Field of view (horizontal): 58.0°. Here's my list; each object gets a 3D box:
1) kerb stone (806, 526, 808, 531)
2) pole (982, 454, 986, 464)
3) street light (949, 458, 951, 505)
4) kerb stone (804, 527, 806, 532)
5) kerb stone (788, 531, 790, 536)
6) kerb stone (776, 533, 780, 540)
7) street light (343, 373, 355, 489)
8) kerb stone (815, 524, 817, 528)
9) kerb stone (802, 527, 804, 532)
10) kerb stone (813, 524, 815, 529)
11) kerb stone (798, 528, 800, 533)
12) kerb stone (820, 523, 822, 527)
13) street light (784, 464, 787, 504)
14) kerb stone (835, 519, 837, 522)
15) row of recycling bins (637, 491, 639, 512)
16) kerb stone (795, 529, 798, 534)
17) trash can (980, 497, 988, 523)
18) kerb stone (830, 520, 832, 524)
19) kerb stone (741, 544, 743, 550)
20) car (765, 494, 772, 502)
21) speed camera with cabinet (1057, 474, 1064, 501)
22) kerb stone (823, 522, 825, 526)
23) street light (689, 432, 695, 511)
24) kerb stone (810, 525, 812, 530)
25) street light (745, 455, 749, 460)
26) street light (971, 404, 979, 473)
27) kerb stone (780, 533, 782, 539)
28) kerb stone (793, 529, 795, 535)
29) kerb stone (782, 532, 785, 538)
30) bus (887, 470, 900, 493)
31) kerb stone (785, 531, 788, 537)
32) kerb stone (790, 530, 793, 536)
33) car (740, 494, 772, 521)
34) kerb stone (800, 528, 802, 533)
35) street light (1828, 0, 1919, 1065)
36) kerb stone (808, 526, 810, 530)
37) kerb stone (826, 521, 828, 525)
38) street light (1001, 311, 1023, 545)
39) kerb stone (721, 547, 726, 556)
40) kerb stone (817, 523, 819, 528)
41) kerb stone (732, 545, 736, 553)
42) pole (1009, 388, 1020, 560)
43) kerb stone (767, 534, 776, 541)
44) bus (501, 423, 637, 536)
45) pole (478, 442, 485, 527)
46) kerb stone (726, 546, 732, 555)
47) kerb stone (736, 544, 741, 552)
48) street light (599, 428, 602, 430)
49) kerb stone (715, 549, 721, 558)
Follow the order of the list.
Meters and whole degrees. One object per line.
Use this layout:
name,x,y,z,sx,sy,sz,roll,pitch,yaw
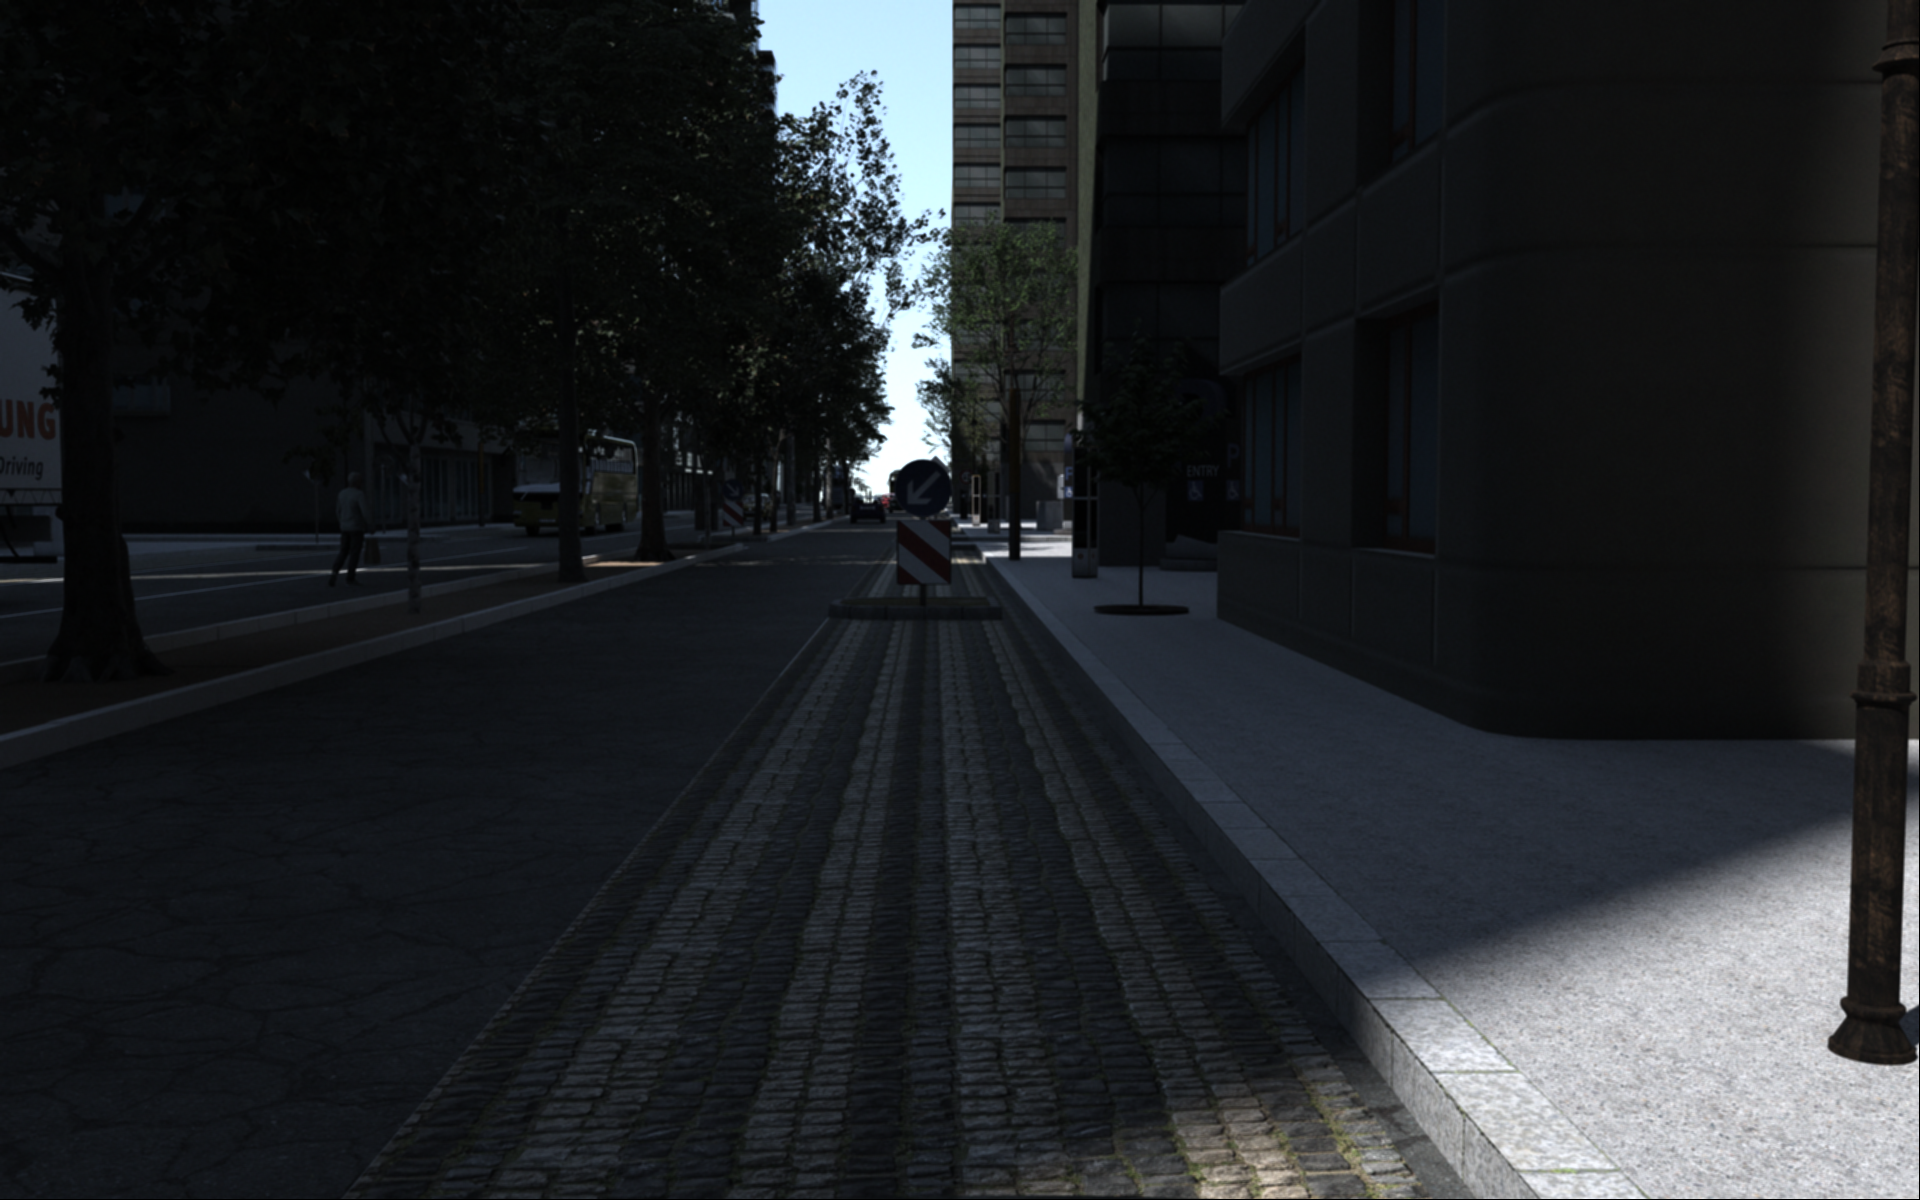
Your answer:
kerb stone,-5.993,-2.684,66.143,0.120,0.150,1.000,0,4,-1
pole,1.202,-5.722,87.395,0.158,3.312,0.155,0,3,0
street light,-1.204,-14.162,204.329,0.468,5.910,1.993,0,4,-1
kerb stone,-5.980,-2.625,65.117,0.120,0.150,1.000,0,4,-1
kerb stone,-5.864,-2.187,57.952,0.120,0.150,1.000,0,4,-1
kerb stone,-5.793,-1.936,53.848,0.120,0.150,1.000,0,4,-1
street light,-18.886,-4.920,53.238,0.468,5.910,1.993,0,4,-1
kerb stone,-6.077,-3.001,71.255,0.120,0.150,1.000,0,4,-1
kerb stone,-5.965,-2.556,64.091,0.120,0.150,1.000,0,4,-1
kerb stone,-6.063,-2.928,70.233,0.120,0.150,1.000,0,4,-1
kerb stone,-5.929,-2.437,62.044,0.120,0.150,1.000,0,4,-1
kerb stone,-6.131,-3.189,74.332,0.120,0.150,1.000,0,4,-1
street light,-21.441,-14.725,213.534,0.468,5.910,1.993,0,4,-1
kerb stone,-6.312,-3.878,85.594,0.120,0.150,1.000,0,4,-1
row of recycling bins,-24.085,-7.076,122.805,3.534,1.692,1.069,3,5,41
kerb stone,-5.912,-2.375,61.021,0.120,0.150,1.000,0,4,-1
trash can,0.993,-3.924,75.815,0.748,1.137,0.748,0,3,0
kerb stone,-6.249,-3.627,81.500,0.120,0.150,1.000,0,4,-1
kerb stone,-5.632,-1.338,44.065,0.120,0.150,1.000,0,4,-1
car,-14.357,-6.926,123.463,2.015,1.641,3.980,0,4,1
speed camera with cabinet,5.723,-5.422,82.987,2.038,3.252,0.660,1,4,16
kerb stone,-6.168,-3.313,76.376,0.120,0.150,1.000,0,4,-1
street light,-20.044,-9.587,129.542,0.468,5.910,1.993,0,4,-1
kerb stone,-6.029,-2.811,68.189,0.120,0.150,1.000,0,4,-1
street light,-20.763,-12.036,169.573,0.468,5.910,1.993,0,4,-1
street light,0.712,-7.037,87.841,0.468,5.910,1.993,0,4,-1
kerb stone,-5.809,-1.998,54.870,0.120,0.150,1.000,0,4,-1
kerb stone,-5.896,-2.312,59.999,0.120,0.150,1.000,0,4,-1
kerb stone,-5.827,-2.061,55.892,0.120,0.150,1.000,0,4,-1
bus,-5.877,-11.219,174.982,2.896,3.916,12.252,0,4,-3
kerb stone,-5.853,-2.121,56.929,0.120,0.150,1.000,0,4,-1
kerb stone,-5.876,-2.243,58.977,0.120,0.150,1.000,0,4,-1
car,-11.150,-5.120,93.927,2.015,1.641,3.980,0,3,0
kerb stone,-5.949,-2.500,63.066,0.120,0.150,1.000,0,4,-1
street light,2.093,-1.897,3.798,0.468,5.910,1.993,0,4,-1
kerb stone,-6.013,-2.750,67.166,0.120,0.150,1.000,0,4,-1
kerb stone,-6.196,-3.433,78.430,0.120,0.150,1.000,0,4,-1
street light,1.308,-4.345,43.827,0.468,5.910,1.993,0,4,-1
kerb stone,-5.571,-1.087,39.964,0.120,0.150,1.000,0,4,-1
kerb stone,-6.099,-3.063,72.281,0.120,0.150,1.000,0,4,-1
kerb stone,-5.607,-1.209,42.016,0.120,0.150,1.000,0,4,-1
pole,1.062,-2.429,33.550,0.158,3.312,0.155,0,3,0
kerb stone,-5.780,-1.873,52.825,0.120,0.150,1.000,0,4,-1
bus,-13.882,-4.369,62.979,2.896,3.916,12.252,0,4,-2
pole,-18.753,-4.526,67.836,0.158,3.312,0.155,0,3,0
kerb stone,-5.583,-1.148,40.994,0.120,0.150,1.000,0,4,-1
kerb stone,-5.613,-1.275,43.043,0.120,0.150,1.000,0,4,-1
street light,-19.536,-7.369,93.270,0.468,5.910,1.993,0,4,-1
kerb stone,-5.545,-1.024,38.942,0.120,0.150,1.000,0,4,-1
